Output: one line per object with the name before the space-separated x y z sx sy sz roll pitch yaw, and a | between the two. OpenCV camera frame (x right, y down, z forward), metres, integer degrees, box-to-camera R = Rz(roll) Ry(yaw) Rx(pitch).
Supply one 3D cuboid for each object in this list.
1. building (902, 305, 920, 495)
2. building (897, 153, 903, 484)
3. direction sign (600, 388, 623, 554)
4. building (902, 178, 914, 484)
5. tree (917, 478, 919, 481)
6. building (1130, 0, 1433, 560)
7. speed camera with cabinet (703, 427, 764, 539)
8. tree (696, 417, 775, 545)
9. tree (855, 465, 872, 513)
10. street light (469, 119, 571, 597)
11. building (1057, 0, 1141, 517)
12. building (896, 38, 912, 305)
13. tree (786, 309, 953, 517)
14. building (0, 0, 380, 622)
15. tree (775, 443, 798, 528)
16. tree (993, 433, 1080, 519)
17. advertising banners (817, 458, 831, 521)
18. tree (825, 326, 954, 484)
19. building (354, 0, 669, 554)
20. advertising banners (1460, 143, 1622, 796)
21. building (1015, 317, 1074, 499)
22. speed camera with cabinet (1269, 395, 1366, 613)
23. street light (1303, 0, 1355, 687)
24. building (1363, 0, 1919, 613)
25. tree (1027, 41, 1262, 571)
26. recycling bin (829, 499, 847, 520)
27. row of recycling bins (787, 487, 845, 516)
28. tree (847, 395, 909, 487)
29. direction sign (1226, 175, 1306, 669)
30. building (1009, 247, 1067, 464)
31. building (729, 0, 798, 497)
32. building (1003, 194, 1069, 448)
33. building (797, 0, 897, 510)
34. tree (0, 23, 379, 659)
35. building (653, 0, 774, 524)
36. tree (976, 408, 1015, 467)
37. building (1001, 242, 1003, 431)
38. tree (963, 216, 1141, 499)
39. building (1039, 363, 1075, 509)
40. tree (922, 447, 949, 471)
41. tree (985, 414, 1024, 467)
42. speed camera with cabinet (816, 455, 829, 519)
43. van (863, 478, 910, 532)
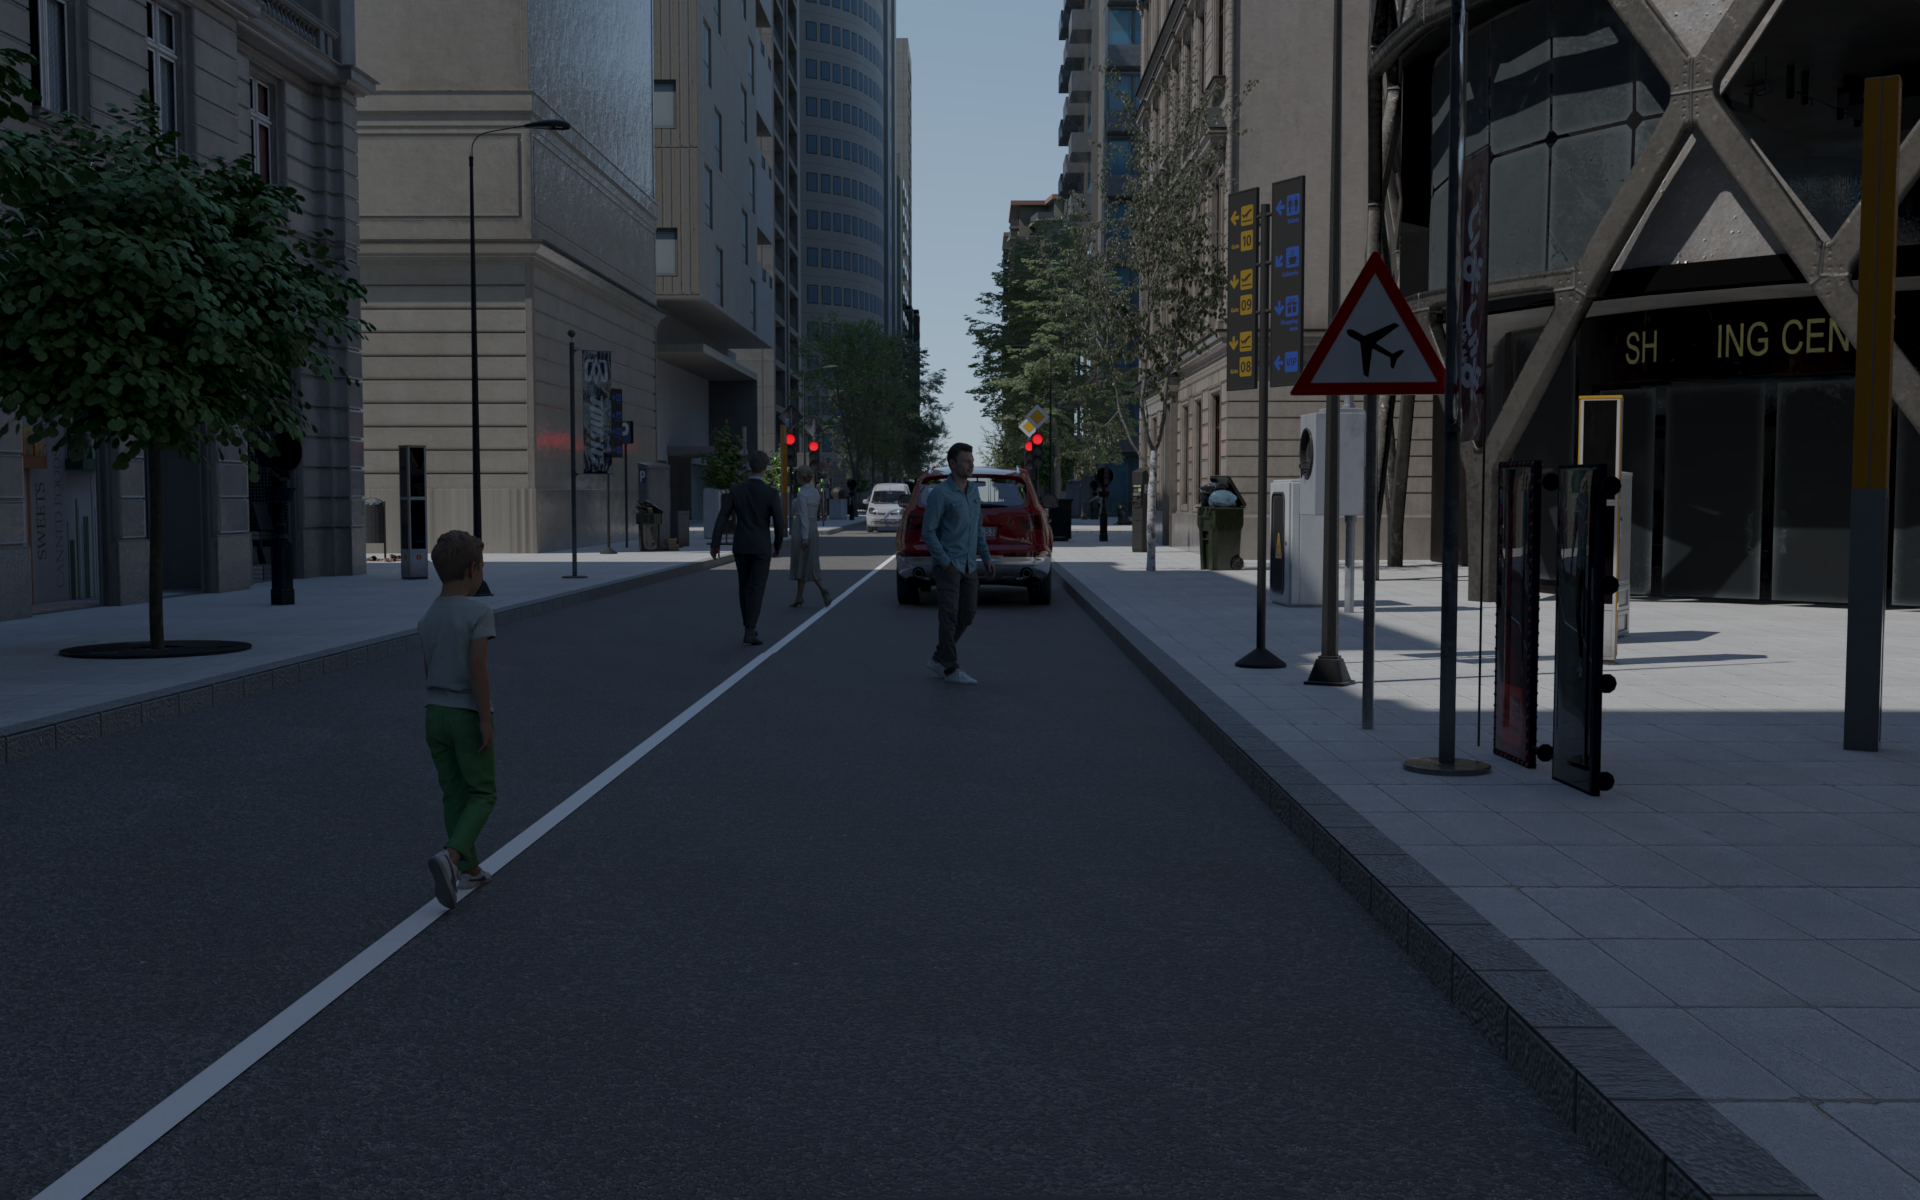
building | -13.206 -29.900 260.567 14.160 30.474 14.107 0 4 0
building | -13.983 -31.690 201.722 14.154 41.232 14.086 0 4 0
direction sign | -7.532 -2.754 37.031 0.379 3.537 0.876 2 4 34
building | -18.534 -37.810 237.805 23.786 49.044 30.456 0 4 0
tree | -4.019 -16.476 253.098 4.285 4.588 4.351 0 3 0
building | 9.834 -10.854 42.096 10.561 19.102 19.286 0 4 0
speed camera with cabinet | -6.551 -3.416 50.193 0.660 3.252 2.038 2 4 34
tree | -5.808 -3.017 43.934 1.663 3.219 1.824 0 3 0
tree | -6.782 -7.508 117.358 1.663 3.219 1.824 0 3 0
street light | -5.524 -3.002 21.627 1.470 5.913 1.316 0 4 0
building | 17.587 -29.846 107.590 23.786 49.044 30.456 0 4 0
building | -15.852 -51.320 277.337 20.563 71.187 20.611 0 4 0
tree | -5.910 -10.473 96.985 9.928 11.665 9.643 0 3 0
building | -15.489 -10.634 15.674 13.314 21.916 24.055 0 4 0
tree | -6.891 -4.343 65.605 1.663 3.219 1.824 0 3 0
tree | 4.169 -5.992 81.677 4.285 4.588 4.351 0 3 0
advertising banners | -6.568 -5.327 83.289 0.090 3.025 2.074 1 4 16
tree | -5.592 -13.695 130.566 9.857 13.997 8.962 0 3 0
building | -23.272 -12.886 43.962 30.059 22.955 16.112 0 4 0
advertising banners | 2.661 -0.735 8.199 0.090 3.025 2.074 0 4 -2
building | 19.980 -20.632 182.376 27.650 21.520 28.899 0 4 0
speed camera with cabinet | 3.985 -1.536 19.445 0.660 3.252 2.038 0 4 -3
street light | 1.955 -2.385 11.533 1.470 5.913 1.316 0 4 0
building | 14.053 -9.578 24.055 16.820 18.784 16.811 0 4 0
tree | 3.180 -4.806 28.940 4.360 8.622 3.978 0 3 0
recycling bin | -6.162 -4.588 87.561 0.722 1.027 0.722 1 4 18
row of recycling bins | -8.419 -5.720 100.641 3.534 1.692 1.069 -1 4 -10
tree | -5.785 -10.518 122.334 4.737 8.622 4.395 0 3 0
direction sign | 2.237 -1.271 12.781 0.379 3.537 0.876 -2 4 -28
building | 13.315 -26.417 203.623 14.160 30.474 14.107 0 4 0
building | -18.859 -41.133 110.773 20.563 71.187 20.611 0 4 0
building | 18.041 -36.567 252.488 22.147 44.769 28.867 0 4 0
building | -17.681 -38.998 179.610 21.231 58.520 28.212 0 4 0
tree | -6.499 -1.850 13.960 4.285 4.588 4.351 0 3 0
building | -22.953 -29.788 76.269 28.713 52.752 27.495 0 4 0
tree | 3.634 -11.758 142.610 4.737 8.622 4.395 0 3 0
building | 17.787 -38.366 281.906 22.147 44.769 28.867 0 4 0
tree | 3.617 -9.383 71.533 7.486 12.596 7.792 0 3 0
building | 22.829 -28.280 154.259 32.217 40.220 23.993 0 4 0
tree | -4.980 -22.158 296.686 8.767 10.594 7.601 -2 4 -24
tree | 4.177 -10.950 129.393 4.360 8.622 3.978 0 3 0
speed camera with cabinet | -7.465 -5.783 88.895 0.660 3.252 2.038 -2 4 -34
van | -2.652 -3.606 65.972 2.013 2.044 4.112 0 4 0
